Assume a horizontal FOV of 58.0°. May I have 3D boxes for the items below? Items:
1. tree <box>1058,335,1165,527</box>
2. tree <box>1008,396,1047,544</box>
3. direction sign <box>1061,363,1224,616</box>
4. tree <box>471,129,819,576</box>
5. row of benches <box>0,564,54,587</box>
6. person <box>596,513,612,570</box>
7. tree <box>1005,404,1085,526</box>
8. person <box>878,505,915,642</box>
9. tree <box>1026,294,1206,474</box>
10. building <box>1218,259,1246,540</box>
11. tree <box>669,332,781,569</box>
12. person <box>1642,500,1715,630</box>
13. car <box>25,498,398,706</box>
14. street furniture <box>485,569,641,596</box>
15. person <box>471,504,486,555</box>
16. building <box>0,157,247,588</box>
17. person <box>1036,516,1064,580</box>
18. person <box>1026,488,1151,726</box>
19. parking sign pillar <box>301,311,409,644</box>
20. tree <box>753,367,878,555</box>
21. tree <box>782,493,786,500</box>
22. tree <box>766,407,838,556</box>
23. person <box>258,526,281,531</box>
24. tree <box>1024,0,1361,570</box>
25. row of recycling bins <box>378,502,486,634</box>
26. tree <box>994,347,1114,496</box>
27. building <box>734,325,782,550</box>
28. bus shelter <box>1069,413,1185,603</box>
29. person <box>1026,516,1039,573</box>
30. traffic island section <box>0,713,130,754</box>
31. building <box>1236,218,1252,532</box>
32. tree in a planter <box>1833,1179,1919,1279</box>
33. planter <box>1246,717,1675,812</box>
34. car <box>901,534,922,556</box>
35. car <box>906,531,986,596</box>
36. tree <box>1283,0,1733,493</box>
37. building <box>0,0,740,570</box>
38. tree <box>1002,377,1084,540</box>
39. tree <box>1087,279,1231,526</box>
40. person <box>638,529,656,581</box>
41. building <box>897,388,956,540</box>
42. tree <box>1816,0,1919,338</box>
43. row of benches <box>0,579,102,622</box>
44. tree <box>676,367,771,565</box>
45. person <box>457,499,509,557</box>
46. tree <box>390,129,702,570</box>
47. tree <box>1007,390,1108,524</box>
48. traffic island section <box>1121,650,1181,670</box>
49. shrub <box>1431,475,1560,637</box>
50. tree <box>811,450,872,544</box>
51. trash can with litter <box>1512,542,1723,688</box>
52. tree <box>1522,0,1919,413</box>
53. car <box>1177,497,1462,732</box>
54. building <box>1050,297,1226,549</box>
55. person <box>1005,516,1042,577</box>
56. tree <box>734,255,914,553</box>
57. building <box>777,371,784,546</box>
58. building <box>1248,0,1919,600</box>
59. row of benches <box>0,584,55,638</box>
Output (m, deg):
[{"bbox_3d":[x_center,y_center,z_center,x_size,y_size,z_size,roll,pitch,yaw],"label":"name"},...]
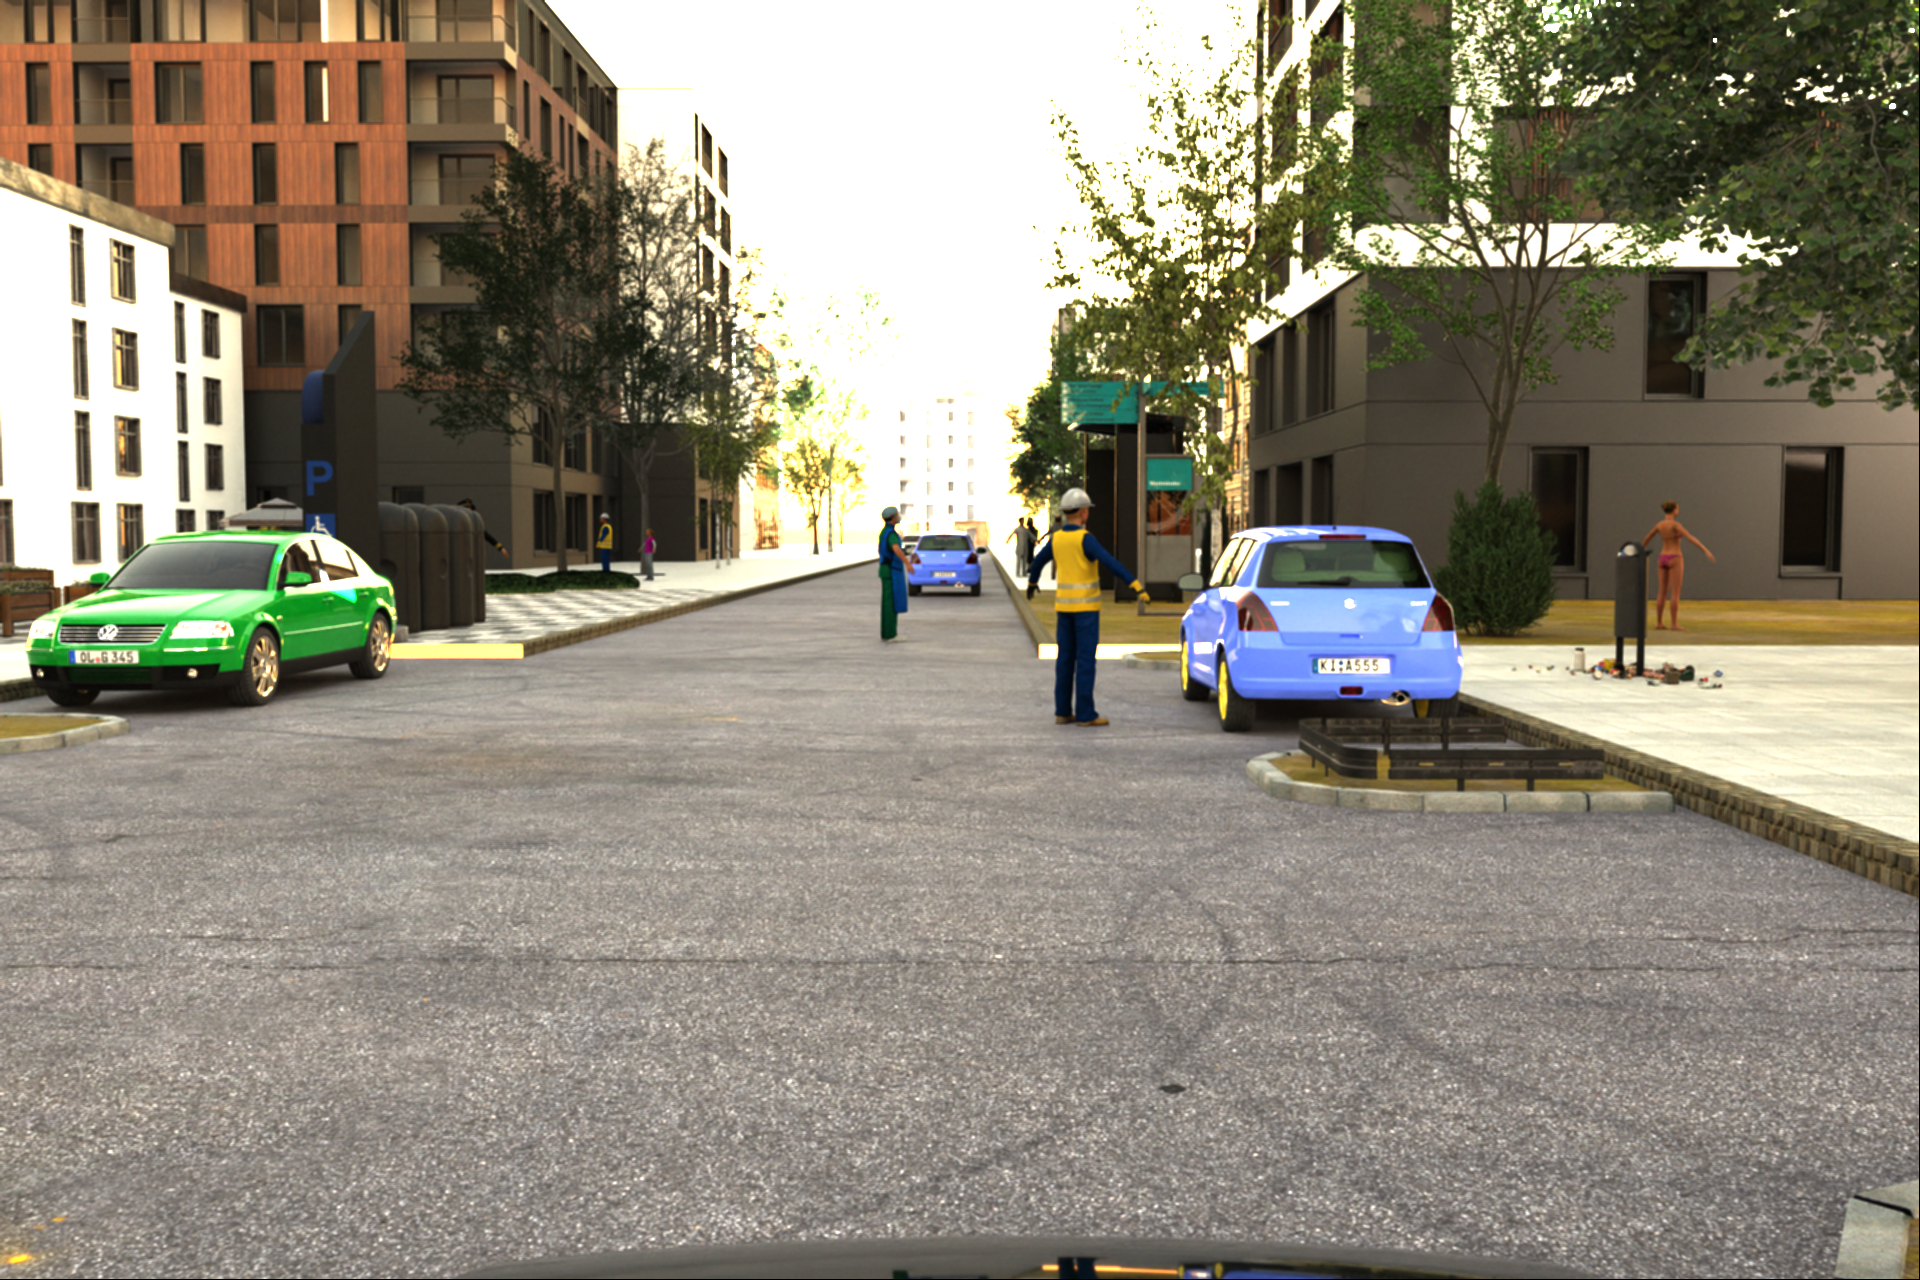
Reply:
[{"bbox_3d":[5.665,-6.966,64.259,4.360,8.622,3.978,0,3,0],"label":"tree"},{"bbox_3d":[11.658,-22.199,218.844,12.611,20.169,13.585,0,3,0],"label":"tree"},{"bbox_3d":[2.837,-2.309,26.522,2.525,3.948,1.411,0,4,1],"label":"direction sign"},{"bbox_3d":[-9.779,-8.748,53.396,12.009,13.543,11.850,0,3,0],"label":"tree"},{"bbox_3d":[-19.933,-1.141,34.121,1.422,0.672,4.104,2,4,27],"label":"row of benches"},{"bbox_3d":[-9.477,-2.456,46.129,0.705,1.833,1.349,0,4,-3],"label":"person"},{"bbox_3d":[6.382,-10.903,112.680,7.601,10.594,8.767,0,4,-5],"label":"tree"},{"bbox_3d":[-0.893,-0.889,23.116,0.704,1.817,1.347,-1,4,-18],"label":"person"},{"bbox_3d":[6.608,-9.056,73.822,9.928,11.665,9.643,0,3,0],"label":"tree"},{"bbox_3d":[25.359,-16.293,97.312,19.493,23.208,18.063,0,4,1],"label":"building"},{"bbox_3d":[-8.720,-6.945,63.908,4.737,8.622,4.395,0,3,0],"label":"tree"},{"bbox_3d":[9.562,-1.002,23.189,0.721,1.733,1.217,-2,4,-26],"label":"person"},{"bbox_3d":[-6.643,-0.429,15.811,1.959,1.807,4.718,0,4,1],"label":"car"},{"bbox_3d":[-12.237,-1.387,38.303,10.072,0.657,5.734,0,4,-7],"label":"street furniture"},{"bbox_3d":[-8.698,-1.508,30.807,0.704,1.843,1.345,-2,4,-28],"label":"person"},{"bbox_3d":[-25.856,-6.424,47.179,9.099,9.664,28.070,0,4,0],"label":"building"},{"bbox_3d":[2.776,-2.607,48.902,1.348,1.796,0.705,1,4,18],"label":"person"},{"bbox_3d":[0.935,-0.253,13.053,0.721,1.772,1.216,-3,5,-44],"label":"person"},{"bbox_3d":[-7.281,-1.951,20.366,1.447,3.967,1.447,0,4,2],"label":"parking sign pillar"},{"bbox_3d":[-8.834,-11.064,106.648,9.928,11.665,9.643,0,3,0],"label":"tree"},{"bbox_3d":[-23.176,-16.172,214.770,4.360,8.622,3.978,0,3,0],"label":"tree"},{"bbox_3d":[-8.829,-9.099,99.139,4.737,8.622,4.395,0,3,0],"label":"tree"},{"bbox_3d":[-17.421,-2.329,43.843,1.354,1.858,0.705,1,4,10],"label":"person"},{"bbox_3d":[3.057,-4.380,21.971,4.737,8.622,4.395,0,3,0],"label":"tree"},{"bbox_3d":[-7.329,-1.017,23.744,1.069,1.692,3.534,0,4,2],"label":"row of recycling bins"},{"bbox_3d":[5.795,-9.312,86.666,7.601,10.594,8.767,2,4,27],"label":"tree"},{"bbox_3d":[-25.378,-19.197,144.804,19.493,23.208,18.063,0,3,0],"label":"building"},{"bbox_3d":[3.323,-2.686,35.203,1.731,3.624,6.357,0,4,-1],"label":"bus shelter"},{"bbox_3d":[2.275,-3.113,56.678,0.705,1.856,1.354,1,4,22],"label":"person"},{"bbox_3d":[-6.999,0.662,12.049,1.991,0.108,1.994,0,4,0],"label":"traffic island section"},{"bbox_3d":[23.609,-15.167,78.903,19.493,23.208,18.063,0,4,0],"label":"building"},{"bbox_3d":[2.562,-0.331,2.633,1.991,3.239,1.994,0,4,0],"label":"tree in a planter"},{"bbox_3d":[2.693,0.686,9.921,1.991,0.319,1.994,0,3,0],"label":"planter"},{"bbox_3d":[-2.776,-5.760,103.955,2.009,1.686,4.222,0,4,0],"label":"car"},{"bbox_3d":[-0.342,-1.930,41.149,1.945,1.707,3.694,0,4,1],"label":"car"},{"bbox_3d":[8.958,-6.281,28.442,9.928,11.665,9.643,0,3,0],"label":"tree"},{"bbox_3d":[-26.180,-14.292,77.642,27.936,21.610,32.646,0,4,1],"label":"building"},{"bbox_3d":[6.641,-12.614,124.369,7.486,12.596,7.792,0,3,0],"label":"tree"},{"bbox_3d":[5.621,-6.070,49.604,4.737,8.622,4.395,0,3,0],"label":"tree"},{"bbox_3d":[-8.617,-2.353,47.732,0.599,1.433,0.991,-2,4,-35],"label":"person"},{"bbox_3d":[-7.516,-21.864,216.357,11.380,20.090,16.016,0,4,7],"label":"building"},{"bbox_3d":[17.738,-6.234,27.677,9.928,11.665,9.643,0,3,0],"label":"tree"},{"bbox_3d":[-12.290,-0.579,24.923,1.422,0.672,4.104,2,4,35],"label":"row of benches"},{"bbox_3d":[-9.506,-7.379,71.010,4.360,8.622,3.978,0,3,0],"label":"tree"},{"bbox_3d":[-7.837,-1.320,27.511,1.347,1.837,0.705,-3,5,-41],"label":"person"},{"bbox_3d":[-9.782,-6.517,40.967,7.601,10.594,8.767,-2,4,-26],"label":"tree"},{"bbox_3d":[6.388,-10.001,97.930,7.601,10.594,8.767,-3,5,-45],"label":"tree"},{"bbox_3d":[2.799,0.228,19.131,1.991,0.108,1.994,0,4,1],"label":"traffic island section"},{"bbox_3d":[6.715,-1.062,21.784,1.690,2.028,1.600,0,3,0],"label":"shrub"},{"bbox_3d":[-14.890,-17.682,214.858,9.928,11.665,9.643,0,3,0],"label":"tree"},{"bbox_3d":[6.023,-0.268,15.437,1.678,1.210,2.233,0,4,0],"label":"trash can with litter"},{"bbox_3d":[8.624,-6.503,12.987,9.857,13.997,8.962,0,3,0],"label":"tree"},{"bbox_3d":[2.749,-0.260,13.841,1.945,1.707,3.694,0,4,1],"label":"car"},{"bbox_3d":[22.491,-19.685,165.820,27.936,21.610,32.646,0,4,0],"label":"building"},{"bbox_3d":[1.870,-2.796,51.896,1.347,1.806,0.705,-2,4,-34],"label":"person"},{"bbox_3d":[-10.378,-16.123,119.495,12.611,20.169,13.585,0,3,0],"label":"tree"},{"bbox_3d":[-24.926,-19.856,181.070,16.016,20.090,11.380,0,4,1],"label":"building"},{"bbox_3d":[21.839,-12.547,49.121,27.936,21.610,32.646,0,4,0],"label":"building"},{"bbox_3d":[-12.111,-0.302,20.405,1.422,0.672,4.104,0,4,2],"label":"row of benches"}]
